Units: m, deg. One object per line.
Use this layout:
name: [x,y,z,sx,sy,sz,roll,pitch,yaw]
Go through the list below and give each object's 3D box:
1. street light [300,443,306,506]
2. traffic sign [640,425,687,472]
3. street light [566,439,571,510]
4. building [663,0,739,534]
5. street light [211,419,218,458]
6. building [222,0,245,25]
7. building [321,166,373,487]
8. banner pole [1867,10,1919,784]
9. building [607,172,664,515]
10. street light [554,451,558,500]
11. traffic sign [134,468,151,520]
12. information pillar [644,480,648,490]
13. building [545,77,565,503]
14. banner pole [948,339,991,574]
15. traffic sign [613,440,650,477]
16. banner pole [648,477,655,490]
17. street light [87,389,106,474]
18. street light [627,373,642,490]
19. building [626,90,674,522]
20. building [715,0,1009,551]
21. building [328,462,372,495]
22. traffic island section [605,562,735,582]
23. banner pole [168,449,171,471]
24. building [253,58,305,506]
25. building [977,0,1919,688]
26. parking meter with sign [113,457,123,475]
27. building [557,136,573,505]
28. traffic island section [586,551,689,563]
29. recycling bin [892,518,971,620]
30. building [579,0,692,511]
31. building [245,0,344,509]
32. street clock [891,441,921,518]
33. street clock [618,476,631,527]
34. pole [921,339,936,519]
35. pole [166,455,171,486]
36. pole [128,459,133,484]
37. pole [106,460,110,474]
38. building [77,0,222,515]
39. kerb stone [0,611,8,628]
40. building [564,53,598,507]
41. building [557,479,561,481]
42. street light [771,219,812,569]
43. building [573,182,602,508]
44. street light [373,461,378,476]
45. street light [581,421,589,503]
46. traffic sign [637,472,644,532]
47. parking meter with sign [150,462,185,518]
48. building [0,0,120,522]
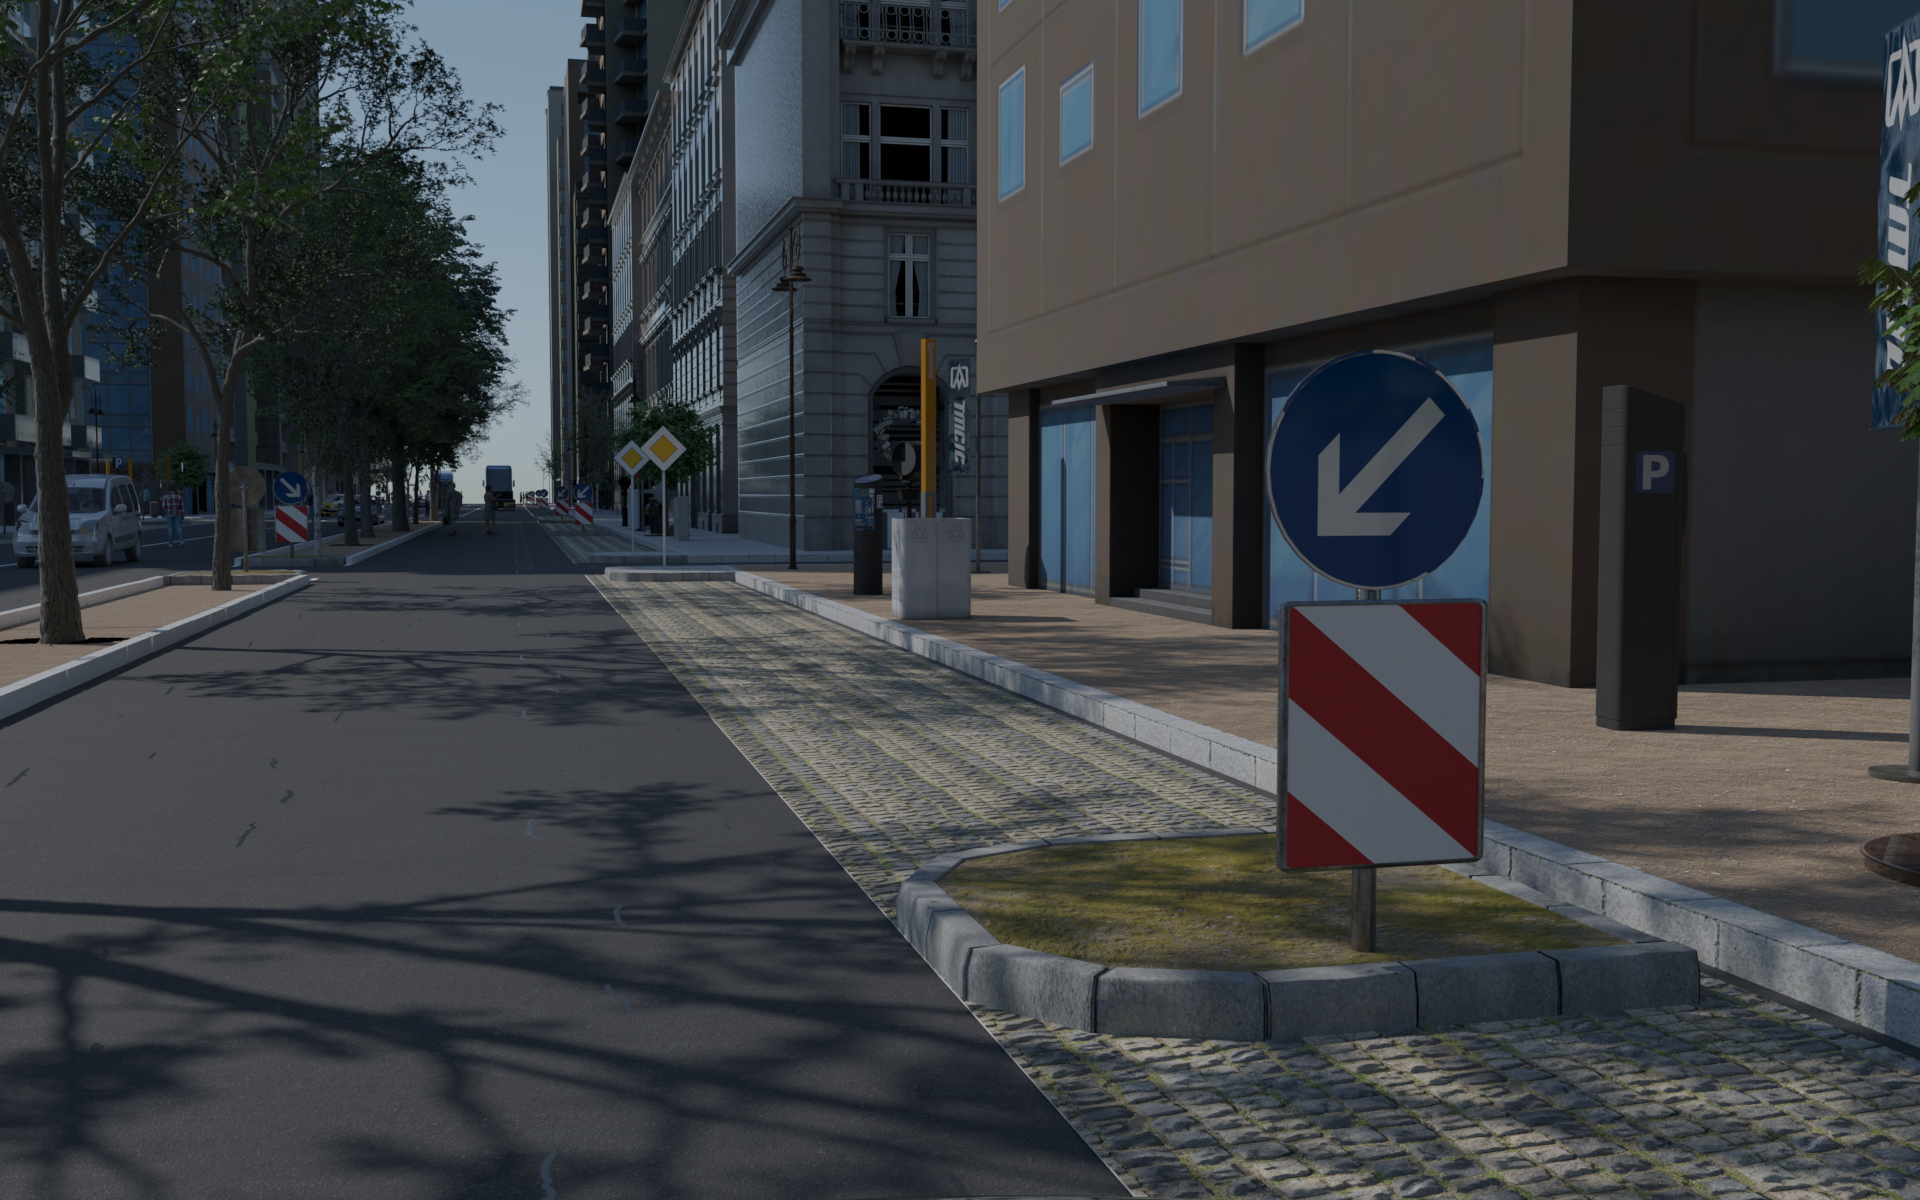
street light: [-57.131,-10.876,150.617,0.468,5.910,1.993,-1,4,-14]
traffic sign: [-5.009,-1.665,29.418,0.795,2.593,0.064,-1,4,-14]
street light: [-31.704,-10.263,140.589,0.468,5.910,1.993,-1,4,-14]
building: [-5.368,-13.206,65.064,9.793,20.994,18.267,-1,4,-14]
street light: [-45.897,-8.203,106.910,0.468,5.910,1.993,-1,4,-14]
building: [-58.839,-26.888,123.212,14.154,41.232,14.086,-1,4,-14]
building: [-89.462,-36.066,239.786,14.600,45.320,14.200,-1,4,-14]
banner pole: [4.359,-1.097,7.953,0.401,3.779,0.863,0,4,7]
building: [-15.491,-15.546,103.330,9.793,20.994,18.267,-1,4,-14]
street light: [-42.927,-12.922,184.070,0.468,5.910,1.993,-1,4,-14]
traffic sign: [-39.672,-5.135,84.061,0.768,2.556,0.104,-1,4,-14]
information pillar: [-12.964,-4.097,71.474,0.304,2.012,0.304,-1,4,-21]
building: [-49.298,-43.489,253.036,21.231,58.520,28.212,-1,4,-14]
banner pole: [0.116,-2.334,28.176,0.863,3.779,0.401,3,5,39]
traffic sign: [-7.004,-2.138,37.151,0.795,2.593,0.064,-1,4,-14]
banner pole: [-11.944,-4.708,66.988,0.401,3.779,0.863,1,4,16]
street light: [-38.044,-6.336,76.387,0.468,5.910,1.993,-1,4,-14]
street light: [-12.416,-5.714,66.213,0.468,5.910,1.993,-1,4,-14]
building: [-9.592,-15.174,84.244,11.583,22.565,21.152,-1,4,-14]
building: [6.214,-12.538,46.801,24.055,21.916,13.314,-1,4,-14]
building: [-89.749,-22.793,217.700,27.650,21.520,28.899,-1,4,-14]
traffic island section: [-4.988,-0.442,29.507,2.009,0.180,2.903,-1,4,-14]
banner pole: [-44.210,-6.539,96.934,0.401,3.779,0.863,-1,4,-20]
building: [-67.955,-28.938,156.728,14.154,41.232,14.086,-1,4,-14]
building: [8.693,-22.510,18.149,14.600,45.320,14.200,-1,4,-14]
parking meter with sign: [-40.678,-5.265,82.337,1.738,3.016,0.543,1,4,16]
building: [-39.681,-31.734,202.448,14.154,41.232,14.086,-1,4,-14]
traffic island section: [-6.983,-0.915,37.239,2.009,0.180,2.903,-1,4,-14]
recycling bin: [-0.302,-0.333,17.996,0.722,1.027,0.722,-1,4,-12]
building: [-19.815,-29.911,143.662,22.147,44.769,28.867,-1,4,-14]
building: [-80.176,-46.170,193.131,20.563,71.187,20.611,-1,4,-14]
street clock: [-0.701,-1.179,23.842,0.471,2.002,0.358,3,5,42]
street clock: [-13.199,-3.894,68.241,0.358,2.002,0.471,3,5,45]
pole: [-0.415,-1.777,22.890,0.158,3.312,0.155,0,3,0]
pole: [-41.213,-5.896,90.237,0.158,3.312,0.155,0,3,0]
pole: [-48.182,-6.534,100.670,0.158,3.312,0.155,0,3,0]
pole: [-48.068,-6.358,97.793,0.158,3.312,0.155,0,3,0]
building: [-55.396,-28.070,109.061,14.600,45.320,14.200,-1,4,-14]
kerb stone: [-10.296,0.219,18.607,0.120,0.150,1.000,-1,4,-14]
building: [-32.990,-32.237,177.177,14.600,45.320,14.200,-1,4,-14]
building: [-40.274,-37.028,225.012,23.786,49.044,30.456,-1,4,-14]
street light: [-2.851,-3.461,29.380,0.468,5.910,1.993,-1,4,-14]
building: [-29.310,-23.992,163.973,14.160,30.474,14.107,-1,4,-14]
street light: [-77.926,-15.796,231.053,0.468,5.910,1.993,-1,4,-14]
street light: [-23.689,-8.373,109.685,0.468,5.910,1.993,-1,4,-14]
traffic sign: [-10.622,-3.540,57.988,0.768,2.556,0.104,-1,4,-10]
parking meter with sign: [-43.179,-5.999,94.345,1.738,3.016,0.543,-2,4,-30]
building: [-53.070,-28.013,77.624,23.786,49.044,30.456,-1,4,-14]
